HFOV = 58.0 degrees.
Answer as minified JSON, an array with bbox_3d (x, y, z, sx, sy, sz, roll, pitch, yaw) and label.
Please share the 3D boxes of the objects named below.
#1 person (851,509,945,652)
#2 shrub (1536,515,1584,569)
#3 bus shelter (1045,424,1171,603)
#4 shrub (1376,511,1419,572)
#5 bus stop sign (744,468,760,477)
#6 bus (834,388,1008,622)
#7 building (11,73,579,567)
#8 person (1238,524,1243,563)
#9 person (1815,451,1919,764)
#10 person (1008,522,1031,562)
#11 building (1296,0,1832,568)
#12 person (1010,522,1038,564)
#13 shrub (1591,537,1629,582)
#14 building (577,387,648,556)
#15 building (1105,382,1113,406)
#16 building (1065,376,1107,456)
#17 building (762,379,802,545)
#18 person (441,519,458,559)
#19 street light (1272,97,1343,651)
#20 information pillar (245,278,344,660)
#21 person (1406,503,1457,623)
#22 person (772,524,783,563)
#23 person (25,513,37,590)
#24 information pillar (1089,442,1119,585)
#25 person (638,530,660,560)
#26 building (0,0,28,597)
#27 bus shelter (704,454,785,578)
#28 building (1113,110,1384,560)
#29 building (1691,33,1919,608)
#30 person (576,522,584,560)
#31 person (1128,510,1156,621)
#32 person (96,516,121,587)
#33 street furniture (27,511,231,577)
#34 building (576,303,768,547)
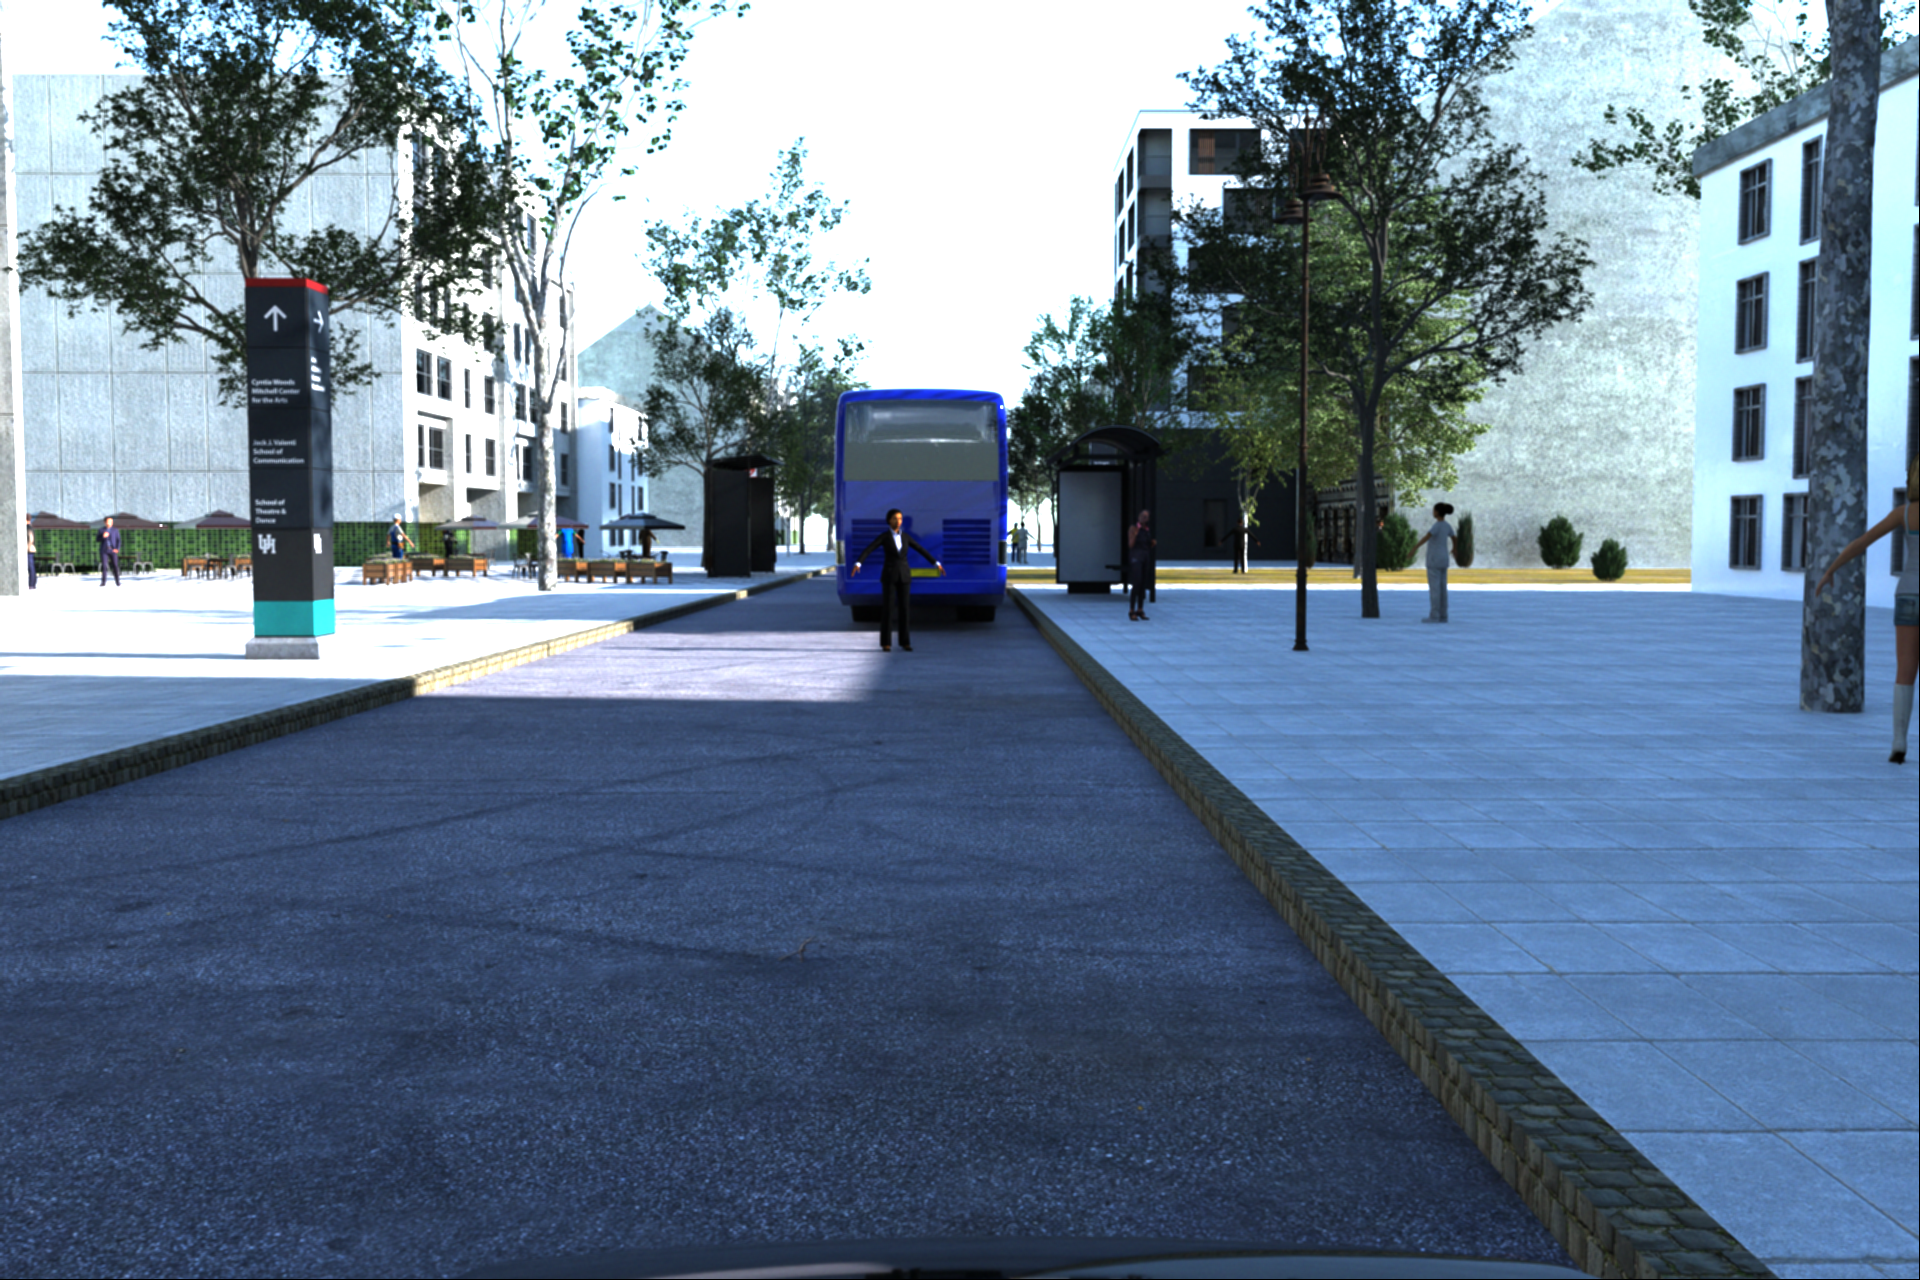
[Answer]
[{"bbox_3d":[-0.757,-0.730,21.117,1.216,1.740,0.721,-1,4,-22],"label":"person"},{"bbox_3d":[22.067,-3.626,63.703,1.690,2.028,1.600,0,3,0],"label":"shrub"},{"bbox_3d":[2.875,-2.500,34.791,2.014,3.302,5.546,0,4,0],"label":"bus shelter"},{"bbox_3d":[14.908,-3.388,59.438,1.661,2.075,1.752,0,3,0],"label":"shrub"},{"bbox_3d":[-7.128,-4.335,59.585,0.855,3.939,0.416,0,4,0],"label":"bus stop sign"},{"bbox_3d":[-0.629,-2.425,31.197,2.896,3.916,12.251,0,4,-1],"label":"bus"},{"bbox_3d":[-30.049,-13.223,82.653,16.747,18.905,31.486,0,4,0],"label":"building"},{"bbox_3d":[12.236,-4.228,75.935,0.721,1.733,1.217,1,4,20],"label":"person"},{"bbox_3d":[5.416,-0.186,9.652,1.214,1.753,0.721,3,5,40],"label":"person"},{"bbox_3d":[2.546,-4.448,78.691,1.349,1.833,0.705,1,4,16],"label":"person"},{"bbox_3d":[25.494,-14.848,73.699,19.493,23.208,18.063,0,3,0],"label":"building"},{"bbox_3d":[2.729,-4.206,74.949,1.347,1.806,0.705,2,4,31],"label":"person"},{"bbox_3d":[17.578,-2.188,46.889,1.383,1.207,1.383,0,3,0],"label":"shrub"},{"bbox_3d":[-24.816,-10.468,113.294,9.099,9.664,28.070,0,4,1],"label":"building"},{"bbox_3d":[20.572,-20.021,183.768,16.016,20.090,11.380,0,4,0],"label":"building"},{"bbox_3d":[21.741,-22.333,196.070,19.493,23.208,18.063,0,4,0],"label":"building"},{"bbox_3d":[-29.001,-21.117,211.713,16.747,18.905,31.486,0,4,0],"label":"building"},{"bbox_3d":[-19.680,-3.732,66.804,0.705,1.856,1.354,0,4,-1],"label":"person"},{"bbox_3d":[3.762,-2.823,18.947,0.468,5.910,1.993,0,4,0],"label":"street light"},{"bbox_3d":[-6.906,-1.744,17.894,0.750,3.857,0.750,0,4,-1],"label":"information pillar"},{"bbox_3d":[6.893,-1.128,25.208,1.217,1.739,0.721,-3,5,-42],"label":"person"},{"bbox_3d":[-8.404,-4.360,77.414,1.348,1.813,0.705,-3,5,-43],"label":"person"},{"bbox_3d":[-21.598,-2.033,39.813,0.750,1.759,0.617,-1,4,-9],"label":"person"},{"bbox_3d":[3.584,-3.309,43.484,0.750,3.857,0.750,0,4,0],"label":"information pillar"},{"bbox_3d":[-11.771,-3.613,65.217,0.704,1.812,1.346,-3,5,-43],"label":"person"},{"bbox_3d":[-27.595,-9.358,19.462,16.747,18.905,31.486,0,3,0],"label":"building"},{"bbox_3d":[-6.625,-3.824,53.813,1.731,3.624,6.357,0,4,1],"label":"bus shelter"},{"bbox_3d":[22.559,-15.665,100.092,27.936,21.610,32.646,0,3,0],"label":"building"},{"bbox_3d":[20.605,-5.014,24.131,9.099,9.664,28.070,0,4,0],"label":"building"},{"bbox_3d":[-17.120,-4.395,78.046,0.705,1.806,1.347,-1,4,-21],"label":"person"},{"bbox_3d":[2.708,-1.116,25.764,0.415,1.643,0.593,0,4,6],"label":"person"},{"bbox_3d":[-20.782,-2.160,42.275,0.541,1.710,0.530,-1,4,-15],"label":"person"},{"bbox_3d":[-32.022,-2.737,49.782,14.083,1.986,27.439,0,4,2],"label":"street furniture"},{"bbox_3d":[-29.564,-20.985,174.039,19.493,23.208,18.063,0,4,-1],"label":"building"}]
